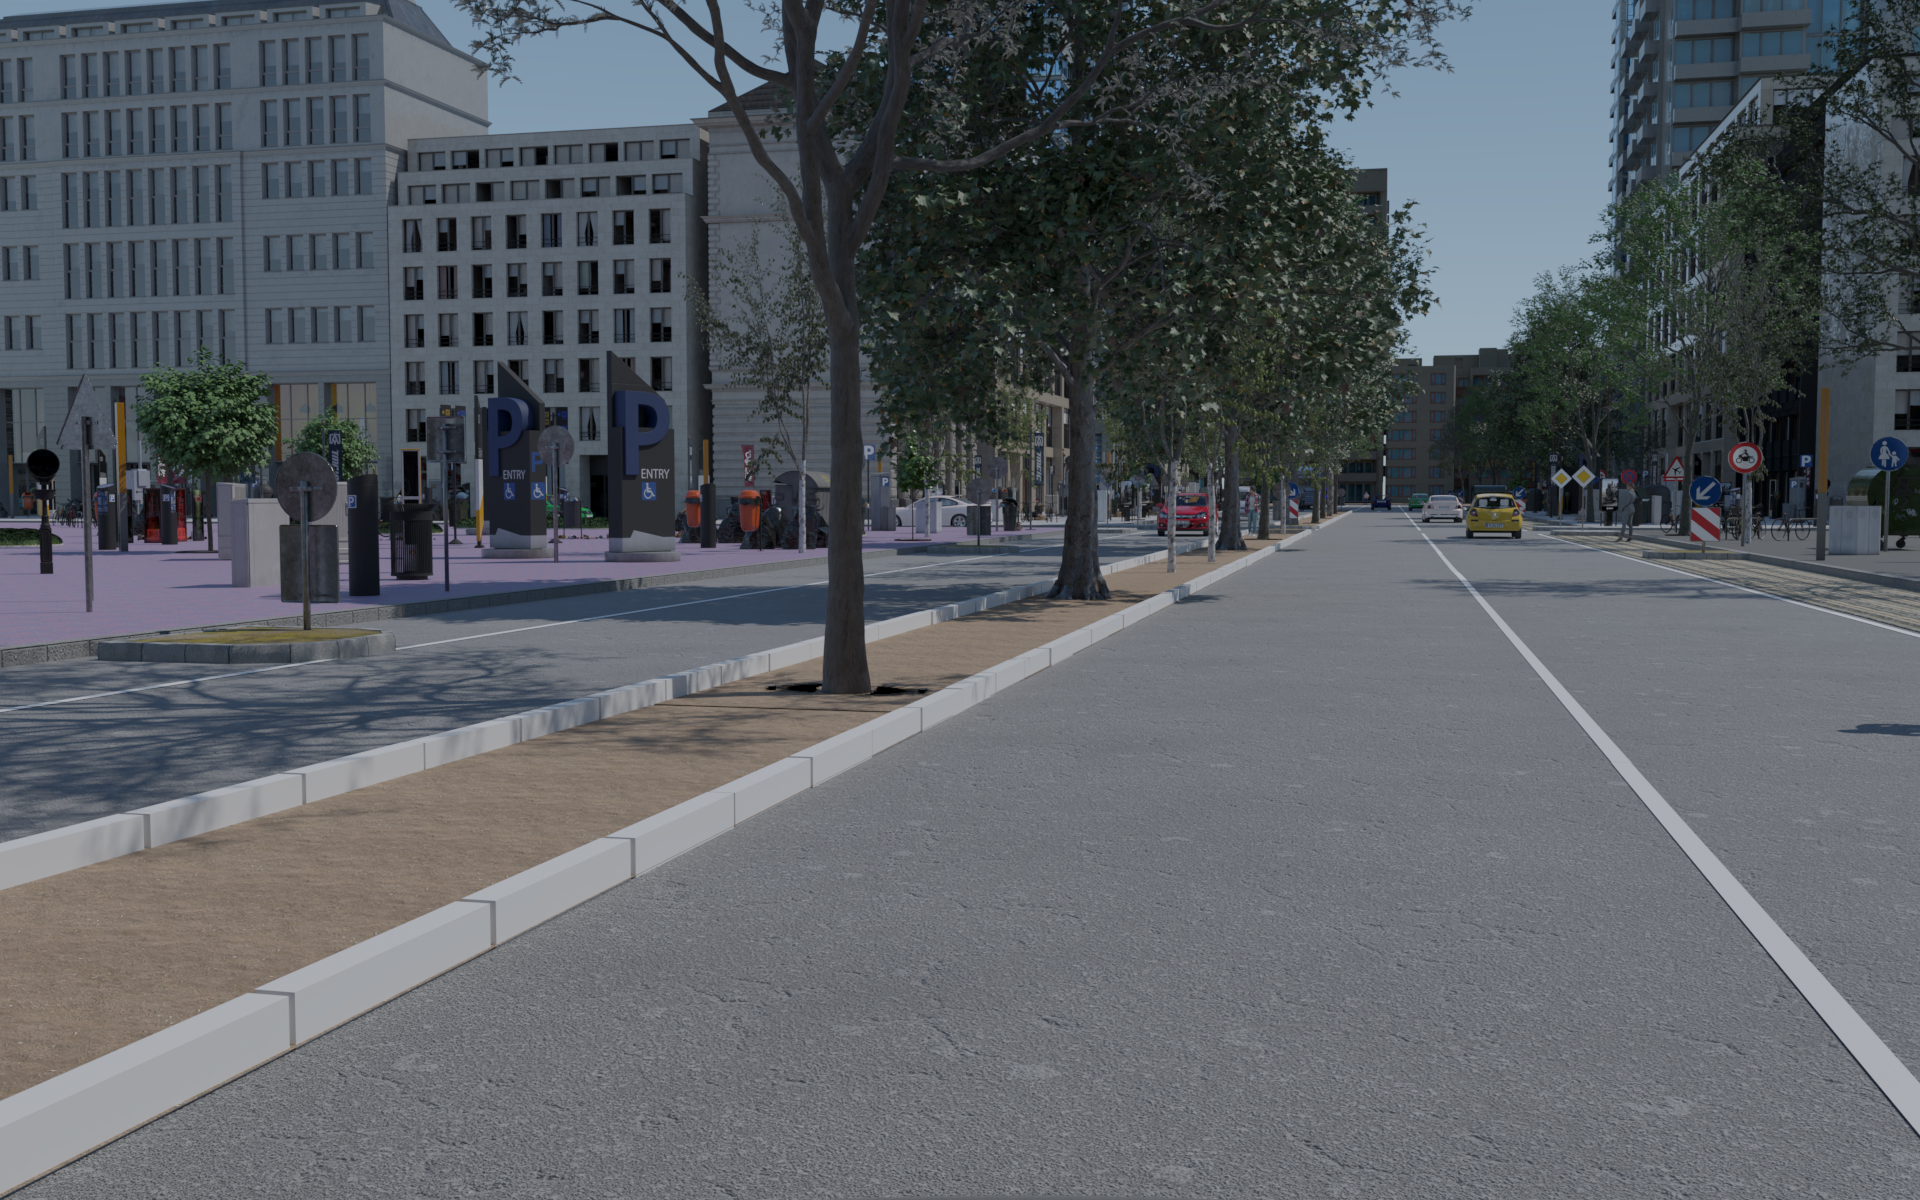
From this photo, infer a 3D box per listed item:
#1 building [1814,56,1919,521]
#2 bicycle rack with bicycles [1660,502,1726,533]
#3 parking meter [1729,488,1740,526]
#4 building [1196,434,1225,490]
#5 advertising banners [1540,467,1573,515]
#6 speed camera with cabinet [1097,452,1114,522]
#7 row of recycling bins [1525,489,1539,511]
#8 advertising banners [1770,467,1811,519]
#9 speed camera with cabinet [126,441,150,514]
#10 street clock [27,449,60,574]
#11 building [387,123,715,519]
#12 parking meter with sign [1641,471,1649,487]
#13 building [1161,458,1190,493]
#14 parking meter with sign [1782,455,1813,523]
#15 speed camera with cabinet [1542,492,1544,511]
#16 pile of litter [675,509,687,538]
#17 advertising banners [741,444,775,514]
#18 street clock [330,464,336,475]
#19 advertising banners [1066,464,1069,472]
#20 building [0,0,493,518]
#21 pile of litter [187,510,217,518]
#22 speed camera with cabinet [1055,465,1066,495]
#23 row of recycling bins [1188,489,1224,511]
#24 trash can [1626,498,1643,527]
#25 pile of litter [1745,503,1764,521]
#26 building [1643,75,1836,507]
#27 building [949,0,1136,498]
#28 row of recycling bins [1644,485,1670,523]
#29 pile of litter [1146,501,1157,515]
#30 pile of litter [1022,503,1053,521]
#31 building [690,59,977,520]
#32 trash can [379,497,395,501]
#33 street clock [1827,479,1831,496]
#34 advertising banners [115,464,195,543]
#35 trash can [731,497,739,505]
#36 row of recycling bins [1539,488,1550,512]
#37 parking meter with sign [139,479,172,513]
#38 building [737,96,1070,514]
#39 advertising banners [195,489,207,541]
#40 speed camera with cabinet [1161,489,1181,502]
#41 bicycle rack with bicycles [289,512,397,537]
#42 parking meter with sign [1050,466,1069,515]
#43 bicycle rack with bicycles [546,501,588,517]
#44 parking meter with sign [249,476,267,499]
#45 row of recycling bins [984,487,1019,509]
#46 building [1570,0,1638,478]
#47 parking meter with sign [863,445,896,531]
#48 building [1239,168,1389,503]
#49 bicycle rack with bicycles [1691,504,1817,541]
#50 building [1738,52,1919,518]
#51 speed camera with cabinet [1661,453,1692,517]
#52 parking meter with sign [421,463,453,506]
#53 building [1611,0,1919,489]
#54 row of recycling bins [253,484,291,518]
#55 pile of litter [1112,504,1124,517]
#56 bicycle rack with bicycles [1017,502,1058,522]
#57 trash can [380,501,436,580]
[{"bbox_3d":[48.922,-13.626,77.541,16.860,20.320,10.420,1,4,14],"label":"building"},{"bbox_3d":[24.557,-2.620,56.213,2.852,0.926,2.925,-1,4,-9],"label":"bicycle rack with bicycles"},{"bbox_3d":[30.766,-3.692,68.776,0.372,1.533,0.369,0,3,0],"label":"parking meter"},{"bbox_3d":[23.970,-38.808,254.126,30.456,49.044,23.786,1,4,14],"label":"building"},{"bbox_3d":[37.284,-6.858,108.312,2.074,3.025,0.090,0,4,-1],"label":"advertising banners"},{"bbox_3d":[6.719,-5.268,80.474,0.660,3.252,2.038,1,4,16],"label":"speed camera with cabinet"},{"bbox_3d":[42.948,-7.488,129.536,1.069,1.692,3.534,1,4,11],"label":"row of recycling bins"},{"bbox_3d":[42.272,-5.618,88.038,2.074,3.025,0.090,0,4,3],"label":"advertising banners"},{"bbox_3d":[-30.218,-4.317,64.926,0.660,3.252,2.038,2,4,29],"label":"speed camera with cabinet"},{"bbox_3d":[-14.692,-1.421,27.805,0.471,2.002,0.358,-2,4,-27],"label":"street clock"},{"bbox_3d":[-20.764,-14.678,94.736,16.860,20.320,10.420,1,4,14],"label":"building"},{"bbox_3d":[50.475,-8.047,127.823,0.543,3.016,1.738,2,4,27],"label":"parking meter with sign"},{"bbox_3d":[10.896,-21.741,200.507,28.899,21.520,27.650,1,4,14],"label":"building"},{"bbox_3d":[37.021,-4.915,76.620,1.738,3.016,0.543,-3,4,-39],"label":"parking meter with sign"},{"bbox_3d":[45.905,-8.558,134.264,2.038,3.252,0.660,1,4,23],"label":"speed camera with cabinet"},{"bbox_3d":[-8.390,-2.275,51.167,1.176,0.858,1.719,2,4,30],"label":"pile of litter"},{"bbox_3d":[-6.906,-4.013,61.796,2.074,3.025,0.090,-3,4,-38],"label":"advertising banners"},{"bbox_3d":[-15.062,-2.242,41.232,0.471,2.002,0.358,3,5,42],"label":"street clock"},{"bbox_3d":[6.142,-5.506,86.215,2.074,3.025,0.090,2,4,35],"label":"advertising banners"},{"bbox_3d":[-43.401,-19.765,100.646,29.804,29.767,11.434,1,4,14],"label":"building"},{"bbox_3d":[-41.247,-4.890,93.921,1.719,0.858,1.176,1,4,11],"label":"pile of litter"},{"bbox_3d":[6.842,-7.528,117.415,0.660,3.252,2.038,0,4,-4],"label":"speed camera with cabinet"},{"bbox_3d":[19.084,-7.722,133.364,3.534,1.692,1.069,3,5,39],"label":"row of recycling bins"},{"bbox_3d":[26.709,-3.488,68.681,0.748,1.137,0.748,0,3,0],"label":"trash can"},{"bbox_3d":[38.199,-4.247,83.407,1.176,0.858,1.719,3,4,39],"label":"pile of litter"},{"bbox_3d":[59.568,-19.190,118.279,19.350,26.468,34.151,1,4,14],"label":"building"},{"bbox_3d":[6.015,-52.063,163.902,22.319,86.520,31.000,1,4,14],"label":"building"},{"bbox_3d":[30.944,-4.291,77.271,1.069,1.692,3.534,1,4,14],"label":"row of recycling bins"},{"bbox_3d":[11.540,-5.654,106.405,1.176,0.858,1.719,-2,4,-33],"label":"pile of litter"},{"bbox_3d":[3.723,-4.297,84.224,1.176,0.858,1.719,-3,5,-40],"label":"pile of litter"},{"bbox_3d":[-5.802,-16.319,95.700,11.050,23.489,19.941,1,4,14],"label":"building"},{"bbox_3d":[-26.567,-4.200,80.330,0.748,1.137,0.748,0,3,0],"label":"trash can"},{"bbox_3d":[40.274,-4.655,80.675,0.471,2.002,0.358,2,4,29],"label":"street clock"},{"bbox_3d":[-21.101,-2.996,45.165,2.074,3.025,0.090,0,4,1],"label":"advertising banners"},{"bbox_3d":[-18.438,-8.129,144.567,0.748,1.137,0.748,0,3,0],"label":"trash can"},{"bbox_3d":[42.930,-7.214,125.069,1.069,1.692,3.534,1,4,8],"label":"row of recycling bins"},{"bbox_3d":[-42.166,-5.784,90.827,1.738,3.016,0.543,0,4,-1],"label":"parking meter with sign"},{"bbox_3d":[-3.102,-19.513,123.550,19.350,26.468,34.151,1,4,14],"label":"building"},{"bbox_3d":[-20.940,-3.077,46.503,0.090,3.025,2.074,1,4,12],"label":"advertising banners"},{"bbox_3d":[14.197,-7.655,119.498,2.038,3.252,0.660,2,4,24],"label":"speed camera with cabinet"},{"bbox_3d":[-18.269,-2.267,50.443,2.925,0.926,2.852,0,4,4],"label":"bicycle rack with bicycles"},{"bbox_3d":[6.476,-6.770,106.947,1.738,3.016,0.543,-1,4,-18],"label":"parking meter with sign"},{"bbox_3d":[-20.110,-4.534,87.521,2.852,0.926,2.925,0,4,5],"label":"bicycle rack with bicycles"},{"bbox_3d":[-29.195,-4.643,72.177,0.543,3.016,1.738,0,4,4],"label":"parking meter with sign"},{"bbox_3d":[1.911,-5.367,94.869,1.069,1.692,3.534,3,5,42],"label":"row of recycling bins"},{"bbox_3d":[77.156,-53.125,181.267,22.319,86.520,31.000,1,4,14],"label":"building"},{"bbox_3d":[-2.797,-3.933,60.559,0.543,3.016,1.738,-2,4,-33],"label":"parking meter with sign"},{"bbox_3d":[49.766,-38.099,246.625,21.600,48.544,21.300,1,4,14],"label":"building"},{"bbox_3d":[22.447,-2.132,48.240,2.925,0.926,2.852,-3,4,-36],"label":"bicycle rack with bicycles"},{"bbox_3d":[51.033,-16.214,94.782,12.332,23.373,15.834,1,4,14],"label":"building"},{"bbox_3d":[34.446,-5.438,83.251,0.660,3.252,2.038,0,4,-5],"label":"speed camera with cabinet"},{"bbox_3d":[-26.592,-5.613,88.036,1.738,3.016,0.543,0,4,6],"label":"parking meter with sign"},{"bbox_3d":[70.458,-32.573,152.180,23.786,49.044,30.456,1,4,14],"label":"building"},{"bbox_3d":[-26.770,-3.854,70.128,3.534,1.692,1.069,-1,4,-10],"label":"row of recycling bins"},{"bbox_3d":[8.790,-5.022,96.071,1.176,0.858,1.719,0,4,-3],"label":"pile of litter"},{"bbox_3d":[3.398,-4.008,78.905,2.852,0.926,2.925,0,4,4],"label":"bicycle rack with bicycles"},{"bbox_3d":[-8.221,-0.875,25.955,0.748,1.137,0.748,0,3,0],"label":"trash can"}]
